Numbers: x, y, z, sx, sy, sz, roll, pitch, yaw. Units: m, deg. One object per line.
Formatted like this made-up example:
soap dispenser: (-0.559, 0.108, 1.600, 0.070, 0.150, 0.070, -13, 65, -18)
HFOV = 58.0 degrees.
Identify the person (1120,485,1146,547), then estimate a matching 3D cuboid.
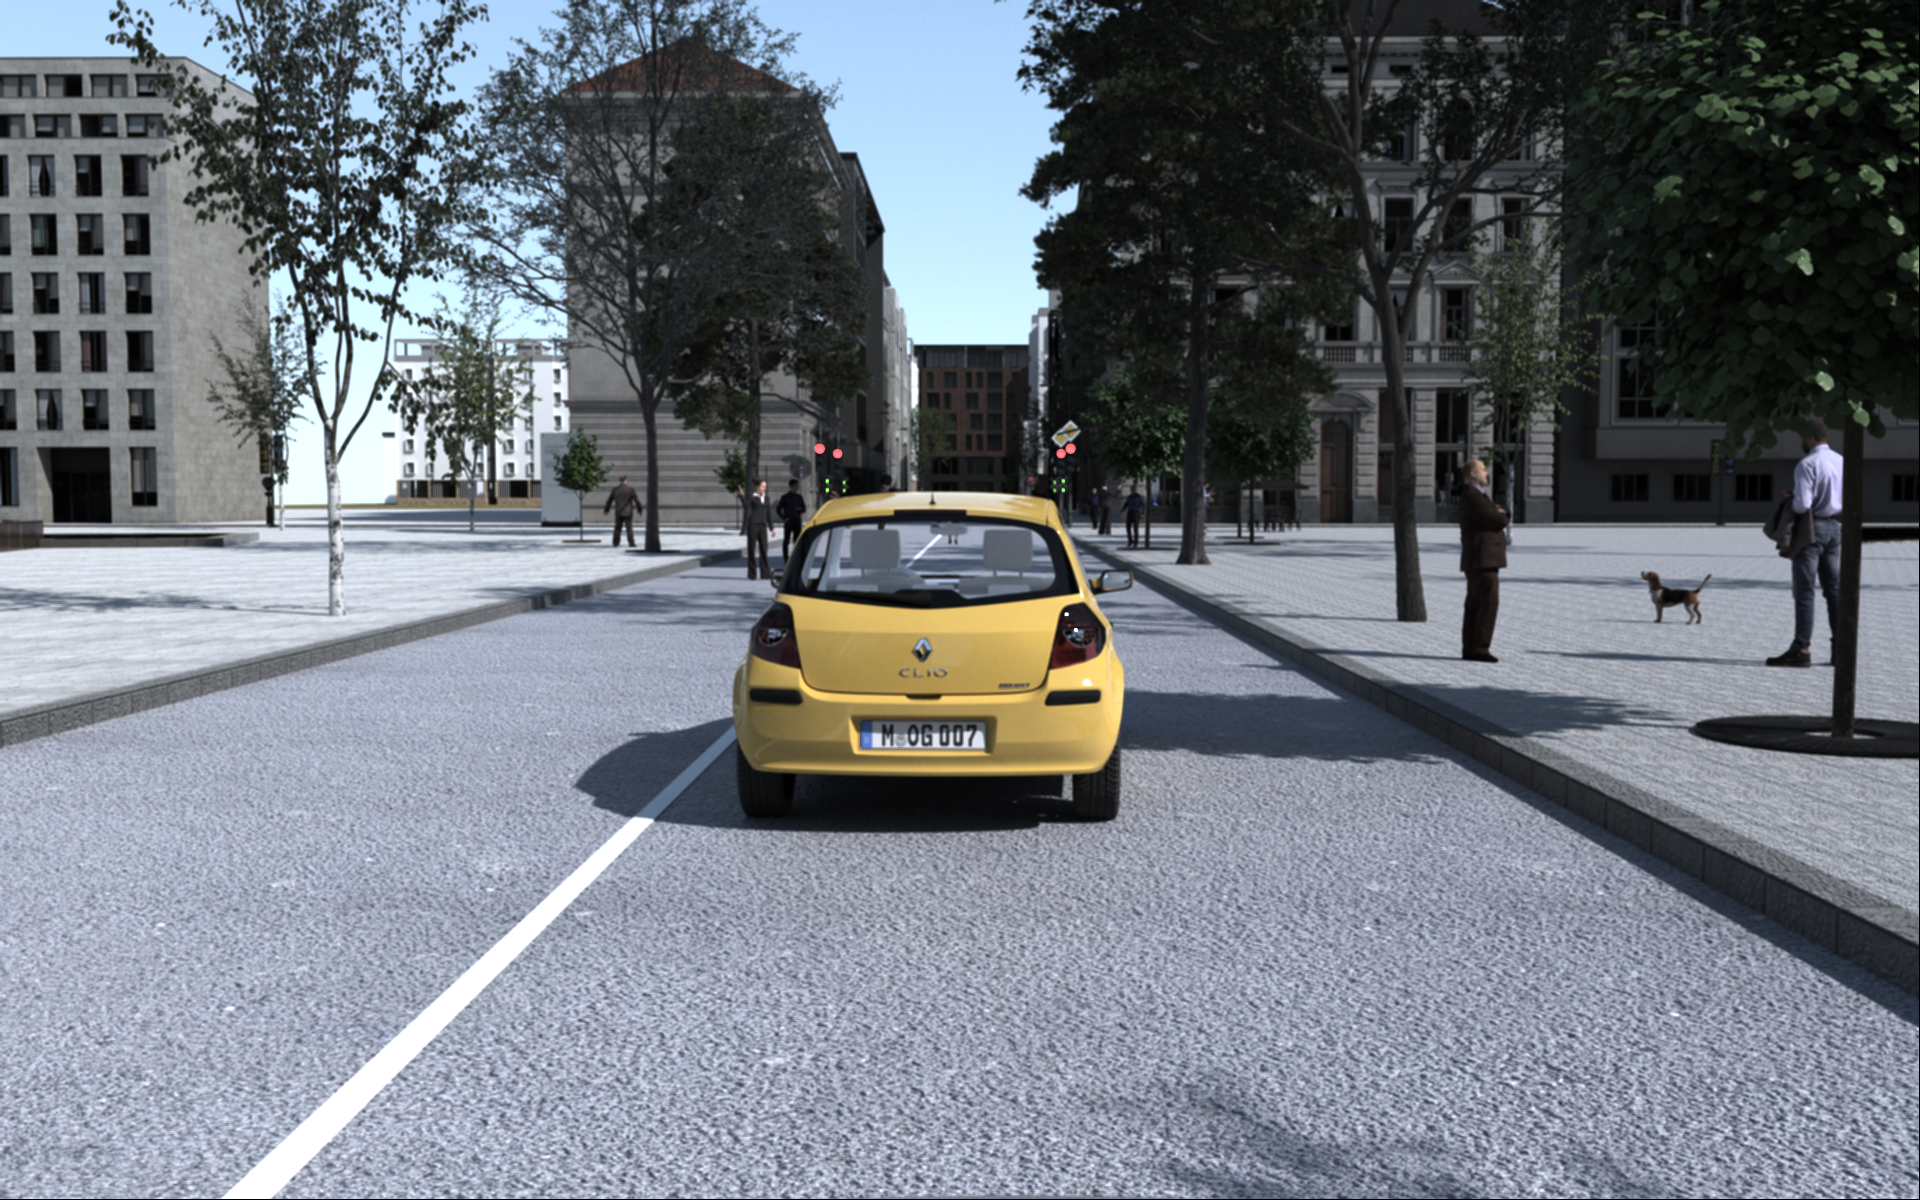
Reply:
person: (4.129, -2.035, 42.013, 0.600, 1.496, 0.574, -2, 4, -31)

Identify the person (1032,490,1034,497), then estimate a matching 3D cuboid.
person: (6.161, -8.288, 143.255, 0.444, 1.614, 0.593, 0, 4, -7)

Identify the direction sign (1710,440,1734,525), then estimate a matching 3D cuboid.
direction sign: (31.633, -4.889, 71.931, 0.876, 3.537, 0.379, 1, 4, 19)

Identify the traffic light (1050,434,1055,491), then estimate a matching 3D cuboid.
traffic light: (4.233, -5.131, 73.132, 0.839, 4.213, 0.868, 0, 4, 1)

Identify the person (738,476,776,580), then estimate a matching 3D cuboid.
person: (-3.389, -1.196, 28.857, 0.445, 1.727, 0.742, 1, 4, 20)

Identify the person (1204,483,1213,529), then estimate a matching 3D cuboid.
person: (8.972, -3.469, 63.217, 0.568, 1.767, 0.683, -1, 4, -18)

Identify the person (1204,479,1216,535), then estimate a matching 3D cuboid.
person: (7.694, -2.955, 54.218, 0.599, 1.838, 0.709, 0, 4, -2)

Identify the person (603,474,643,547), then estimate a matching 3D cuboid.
person: (-8.184, -2.172, 42.113, 0.990, 1.755, 0.434, 1, 4, 10)

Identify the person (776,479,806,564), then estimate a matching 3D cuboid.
person: (-3.387, -1.597, 35.320, 0.504, 1.737, 0.576, 3, 5, 44)

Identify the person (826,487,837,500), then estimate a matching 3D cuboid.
person: (-6.121, -4.568, 82.200, 0.593, 1.643, 0.415, -1, 4, -9)

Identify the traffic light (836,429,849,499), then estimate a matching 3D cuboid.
traffic light: (-5.128, -5.138, 73.243, 0.839, 4.213, 0.868, 0, 4, 1)

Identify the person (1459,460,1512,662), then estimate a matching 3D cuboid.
person: (4.051, -0.310, 13.377, 0.388, 1.546, 0.482, 1, 4, 22)

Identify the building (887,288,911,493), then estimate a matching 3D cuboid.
building: (-13.728, -18.228, 164.490, 16.747, 18.905, 31.486, 0, 4, 1)

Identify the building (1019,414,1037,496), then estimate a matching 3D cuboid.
building: (11.073, -14.635, 181.428, 9.099, 9.664, 28.070, 0, 4, 1)

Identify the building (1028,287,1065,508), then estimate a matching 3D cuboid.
building: (14.447, -18.631, 161.034, 16.016, 20.091, 11.380, 0, 4, 1)

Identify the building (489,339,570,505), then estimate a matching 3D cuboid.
building: (-50.540, -22.032, 216.647, 11.380, 20.091, 16.016, 0, 4, 1)

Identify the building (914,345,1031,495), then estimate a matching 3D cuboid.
building: (9.559, -24.658, 247.135, 32.646, 21.610, 27.936, 0, 4, 1)

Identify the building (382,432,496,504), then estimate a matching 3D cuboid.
building: (-64.154, -18.162, 239.095, 28.070, 9.664, 9.099, 0, 4, 1)

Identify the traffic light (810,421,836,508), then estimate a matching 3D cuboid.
traffic light: (-5.236, -4.649, 65.259, 0.839, 4.213, 0.868, 0, 4, 1)

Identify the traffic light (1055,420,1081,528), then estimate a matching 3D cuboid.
traffic light: (4.124, -4.642, 65.148, 0.839, 4.213, 0.868, 0, 4, 1)

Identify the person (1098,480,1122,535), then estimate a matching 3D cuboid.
person: (4.722, -2.921, 54.600, 0.742, 1.727, 0.445, 0, 4, 1)

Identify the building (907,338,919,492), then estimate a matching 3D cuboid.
building: (-10.997, -21.958, 215.435, 11.380, 20.091, 16.016, 0, 4, 1)

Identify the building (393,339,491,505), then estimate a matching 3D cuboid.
building: (-62.626, -22.031, 216.630, 11.380, 20.091, 16.016, 0, 4, 1)

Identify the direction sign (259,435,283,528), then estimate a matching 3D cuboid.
direction sign: (-26.378, -4.551, 66.405, 0.876, 3.537, 0.379, 0, 4, -2)

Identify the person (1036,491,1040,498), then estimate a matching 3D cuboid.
person: (5.833, -7.396, 129.239, 0.482, 1.546, 0.388, 0, 4, -3)

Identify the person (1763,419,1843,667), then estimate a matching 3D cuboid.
person: (6.320, -0.433, 12.993, 0.709, 1.838, 0.599, -2, 4, -24)

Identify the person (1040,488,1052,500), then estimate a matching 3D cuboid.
person: (4.748, -5.353, 95.432, 0.647, 1.594, 0.662, -1, 4, -17)

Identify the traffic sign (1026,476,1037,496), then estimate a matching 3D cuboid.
traffic sign: (4.999, -7.395, 121.016, 0.768, 2.556, 0.104, 0, 4, 7)

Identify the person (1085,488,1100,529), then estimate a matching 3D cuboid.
person: (4.858, -3.349, 63.489, 0.600, 1.496, 0.574, -1, 4, -19)

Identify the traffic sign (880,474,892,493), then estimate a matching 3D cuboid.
traffic sign: (-4.733, -6.767, 110.743, 0.768, 2.556, 0.104, 1, 4, 10)

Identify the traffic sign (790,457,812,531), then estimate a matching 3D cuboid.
traffic sign: (-5.443, -3.614, 59.188, 0.768, 2.556, 0.104, 0, 4, 2)

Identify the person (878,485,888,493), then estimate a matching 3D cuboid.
person: (-2.498, -2.929, 57.084, 0.600, 1.739, 0.565, -3, 5, -39)

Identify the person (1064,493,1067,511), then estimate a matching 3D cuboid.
person: (7.899, -7.507, 129.598, 0.655, 1.722, 0.431, 3, 4, 38)
